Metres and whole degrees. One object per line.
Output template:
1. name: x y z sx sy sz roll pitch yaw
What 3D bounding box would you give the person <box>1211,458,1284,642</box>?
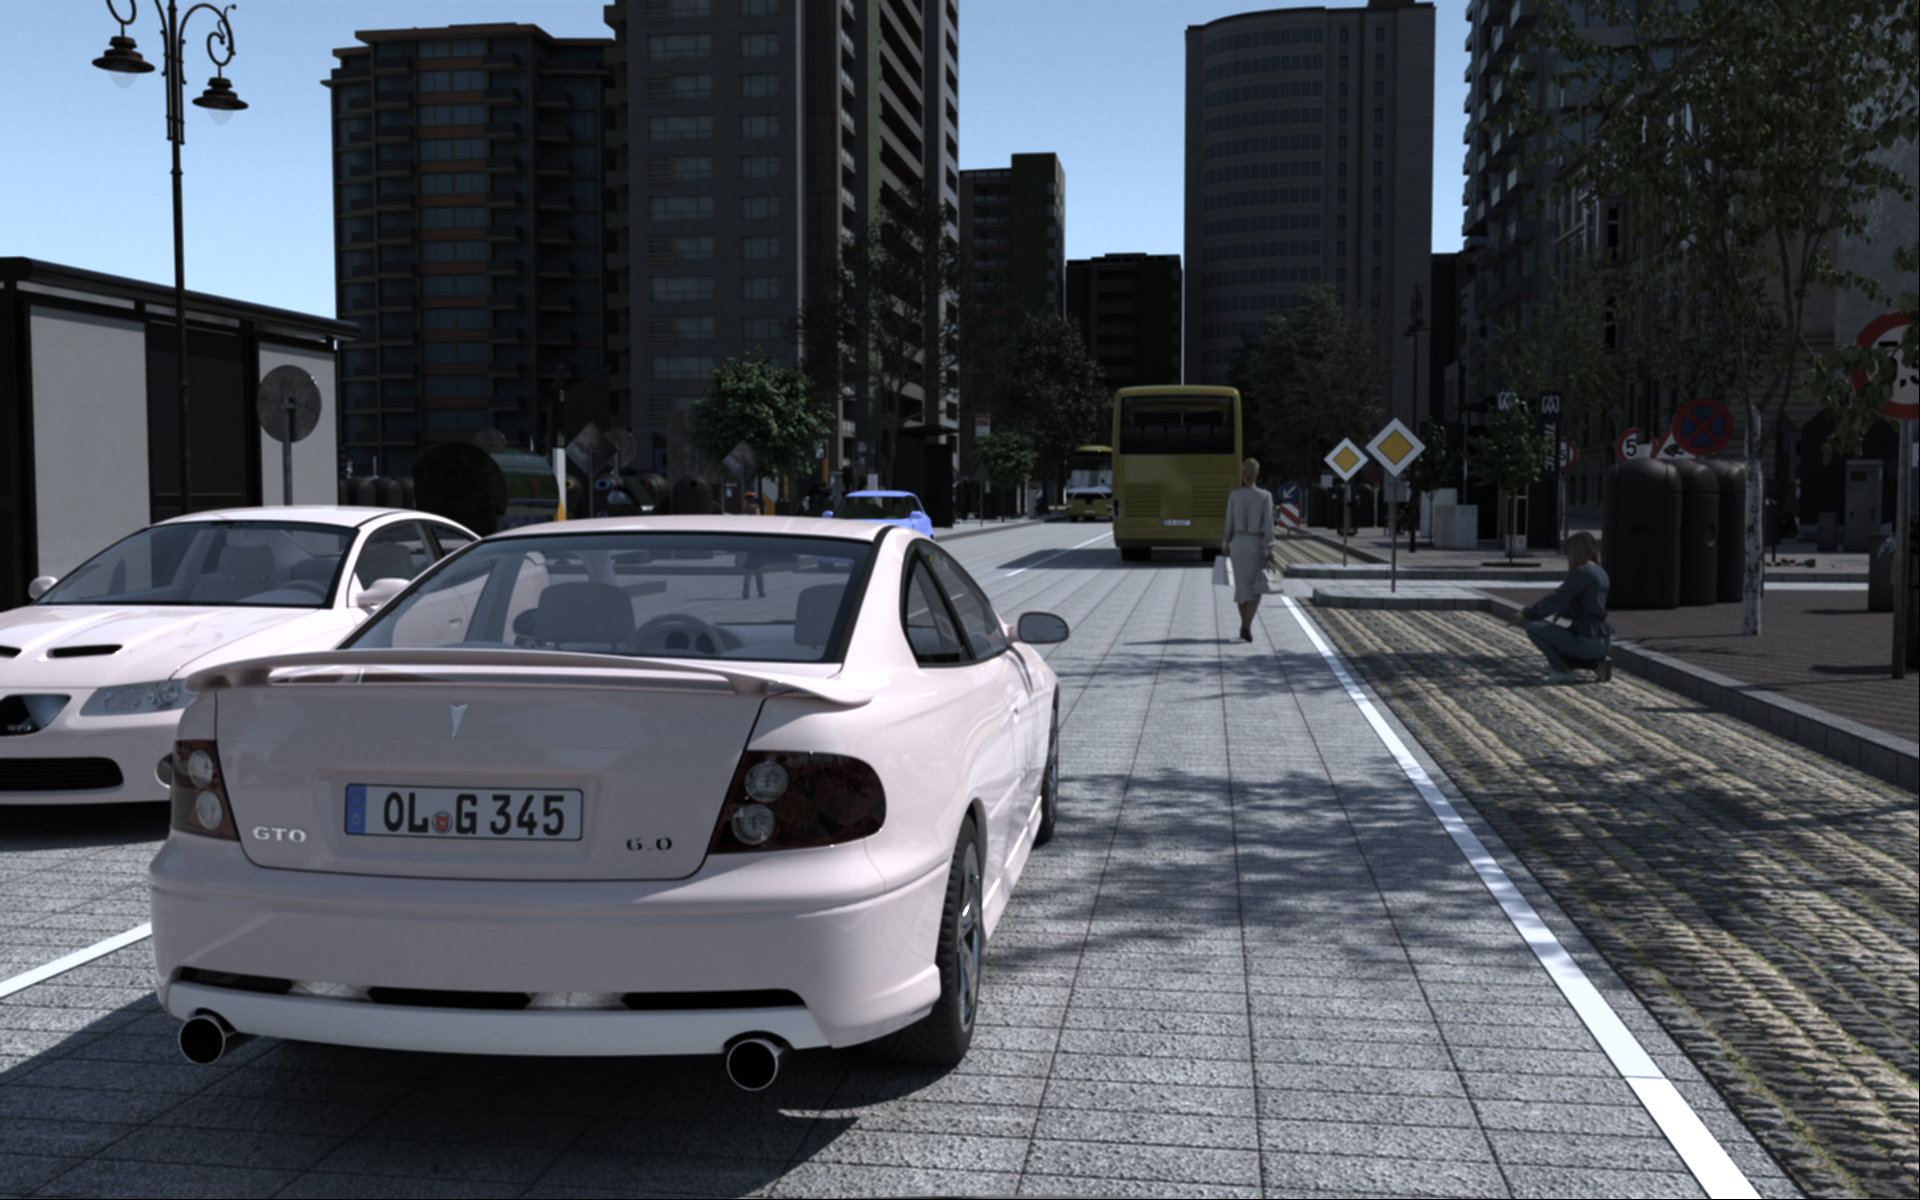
1. person: 2.785 -0.494 16.924 0.694 1.780 0.624 3 4 38

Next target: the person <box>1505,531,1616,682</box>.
1. person: 4.561 0.050 13.181 1.012 1.151 0.738 -3 4 -39

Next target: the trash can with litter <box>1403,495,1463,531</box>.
1. trash can with litter: 16.139 -3.031 60.618 1.678 1.210 2.233 -1 4 -22

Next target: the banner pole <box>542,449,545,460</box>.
1. banner pole: -23.186 -6.521 96.627 0.401 3.779 0.863 0 4 4

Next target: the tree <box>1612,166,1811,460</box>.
1. tree: 16.197 -5.309 37.171 4.360 8.622 3.978 0 3 0

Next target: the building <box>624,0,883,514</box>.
1. building: -13.372 -26.449 116.034 14.154 41.232 14.086 0 4 8

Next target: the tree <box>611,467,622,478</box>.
1. tree: -20.062 -6.312 97.806 1.663 3.219 1.824 0 3 0

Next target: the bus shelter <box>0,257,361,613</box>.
1. bus shelter: -8.987 -2.404 16.939 2.179 5.291 8.768 1 4 8

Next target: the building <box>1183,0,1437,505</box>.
1. building: 41.231 -40.808 209.216 28.212 58.520 21.231 0 4 8

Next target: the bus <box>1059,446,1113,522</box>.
1. bus: 7.392 -6.106 91.377 2.896 3.916 12.252 1 4 10

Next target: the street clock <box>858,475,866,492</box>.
1. street clock: -3.742 -3.665 64.494 0.358 2.002 0.471 -3 5 -41

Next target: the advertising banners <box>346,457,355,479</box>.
1. advertising banners: -27.862 -5.198 81.176 2.074 3.025 0.090 0 4 4

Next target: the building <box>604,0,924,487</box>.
1. building: -14.982 -31.234 134.372 21.300 48.544 21.600 0 4 8

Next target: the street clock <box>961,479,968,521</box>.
1. street clock: 0.218 -4.852 83.907 0.358 2.002 0.471 -1 4 -14

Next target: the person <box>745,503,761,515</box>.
1. person: -2.854 -0.670 23.733 0.475 1.303 0.640 1 4 9

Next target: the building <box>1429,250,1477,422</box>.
1. building: 61.894 -26.507 205.086 14.107 30.474 14.160 0 4 8

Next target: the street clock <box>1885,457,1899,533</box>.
1. street clock: 18.207 -1.775 33.592 0.471 2.002 0.358 3 5 45

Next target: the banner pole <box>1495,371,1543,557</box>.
1. banner pole: 11.331 -2.777 35.415 0.863 3.779 0.401 0 4 -1

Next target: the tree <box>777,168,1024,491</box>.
1. tree: -1.825 -7.037 49.463 7.601 10.594 8.767 1 4 17

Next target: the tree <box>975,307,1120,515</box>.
1. tree: 5.257 -11.570 106.178 9.611 12.733 9.660 0 3 0

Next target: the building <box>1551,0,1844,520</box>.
1. building: 37.489 -16.165 83.375 14.460 24.649 34.723 0 4 8

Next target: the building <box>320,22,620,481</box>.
1. building: -43.135 -31.177 164.367 28.867 44.769 22.147 0 4 8

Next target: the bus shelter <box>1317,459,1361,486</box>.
1. bus shelter: 18.188 -5.443 82.918 2.014 3.302 5.546 1 4 8

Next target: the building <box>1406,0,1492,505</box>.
1. building: 51.191 -50.929 145.367 22.319 86.520 31.000 0 4 8

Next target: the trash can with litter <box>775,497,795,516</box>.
1. trash can with litter: -11.639 -5.977 108.782 2.233 1.210 1.678 0 4 4

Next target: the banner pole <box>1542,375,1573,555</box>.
1. banner pole: 12.683 -2.861 36.798 0.863 3.779 0.401 3 4 38

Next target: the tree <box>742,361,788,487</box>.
1. tree: -11.035 -8.884 95.619 4.360 8.622 3.978 0 3 0

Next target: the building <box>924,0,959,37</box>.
1. building: -14.605 -37.829 160.503 28.212 58.520 21.231 0 4 8

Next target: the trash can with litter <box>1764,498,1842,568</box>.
1. trash can with litter: 14.594 -1.215 30.930 1.678 1.210 2.233 -2 4 -26

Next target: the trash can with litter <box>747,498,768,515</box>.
1. trash can with litter: -6.010 -2.433 51.174 0.624 1.170 1.055 0 4 -2

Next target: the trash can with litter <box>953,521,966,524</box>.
1. trash can with litter: -0.574 -3.869 74.309 1.678 1.210 2.233 0 4 -2

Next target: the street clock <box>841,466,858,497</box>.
1. street clock: -2.880 -2.433 44.342 0.358 2.002 0.471 0 4 -6

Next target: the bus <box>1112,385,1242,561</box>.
1. bus: 5.009 -2.956 39.882 2.896 3.916 12.252 0 4 7

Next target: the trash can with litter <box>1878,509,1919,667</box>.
1. trash can with litter: 7.437 -0.088 12.828 1.055 1.170 0.624 0 4 2

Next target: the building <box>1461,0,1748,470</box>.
1. building: 47.404 -30.365 116.069 23.786 49.044 30.456 0 4 8

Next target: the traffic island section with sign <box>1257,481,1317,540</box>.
1. traffic island section with sign: 10.288 -2.829 54.876 1.989 1.847 2.006 0 4 8

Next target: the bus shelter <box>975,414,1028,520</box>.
1. bus shelter: 2.213 -6.821 89.163 2.179 5.291 8.768 0 4 8

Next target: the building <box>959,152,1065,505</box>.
1. building: 5.359 -32.264 211.106 14.086 41.232 14.154 0 4 8

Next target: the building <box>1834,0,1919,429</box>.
1. building: 33.860 -11.660 45.400 16.860 20.320 10.420 0 4 8

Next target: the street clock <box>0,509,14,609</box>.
1. street clock: -10.684 -0.897 19.243 0.471 2.002 0.358 2 4 27

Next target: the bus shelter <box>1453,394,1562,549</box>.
1. bus shelter: 13.773 -3.213 43.818 1.731 3.624 6.357 1 4 8

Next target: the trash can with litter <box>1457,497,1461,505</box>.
1. trash can with litter: 19.029 -3.390 66.812 0.624 1.170 1.055 1 4 21

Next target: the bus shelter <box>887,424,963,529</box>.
1. bus shelter: -1.198 -4.277 61.217 1.731 3.624 6.357 1 4 8

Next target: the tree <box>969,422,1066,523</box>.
1. tree: 2.034 -5.813 78.748 4.285 4.588 4.351 0 3 0

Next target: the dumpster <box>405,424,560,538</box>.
1. dumpster: -6.635 -1.321 24.096 1.502 2.255 1.985 0 4 8

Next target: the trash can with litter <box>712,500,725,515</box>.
1. trash can with litter: -6.023 -1.968 43.558 1.055 1.170 0.624 2 4 33

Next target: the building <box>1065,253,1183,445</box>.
1. building: 19.941 -26.847 210.647 14.107 30.474 14.160 0 4 8

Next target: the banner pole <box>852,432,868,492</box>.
1. banner pole: -4.085 -4.890 69.966 0.863 3.779 0.401 2 4 28

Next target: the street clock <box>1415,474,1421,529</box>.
1. street clock: 16.503 -3.548 62.573 0.358 2.002 0.471 1 4 13
